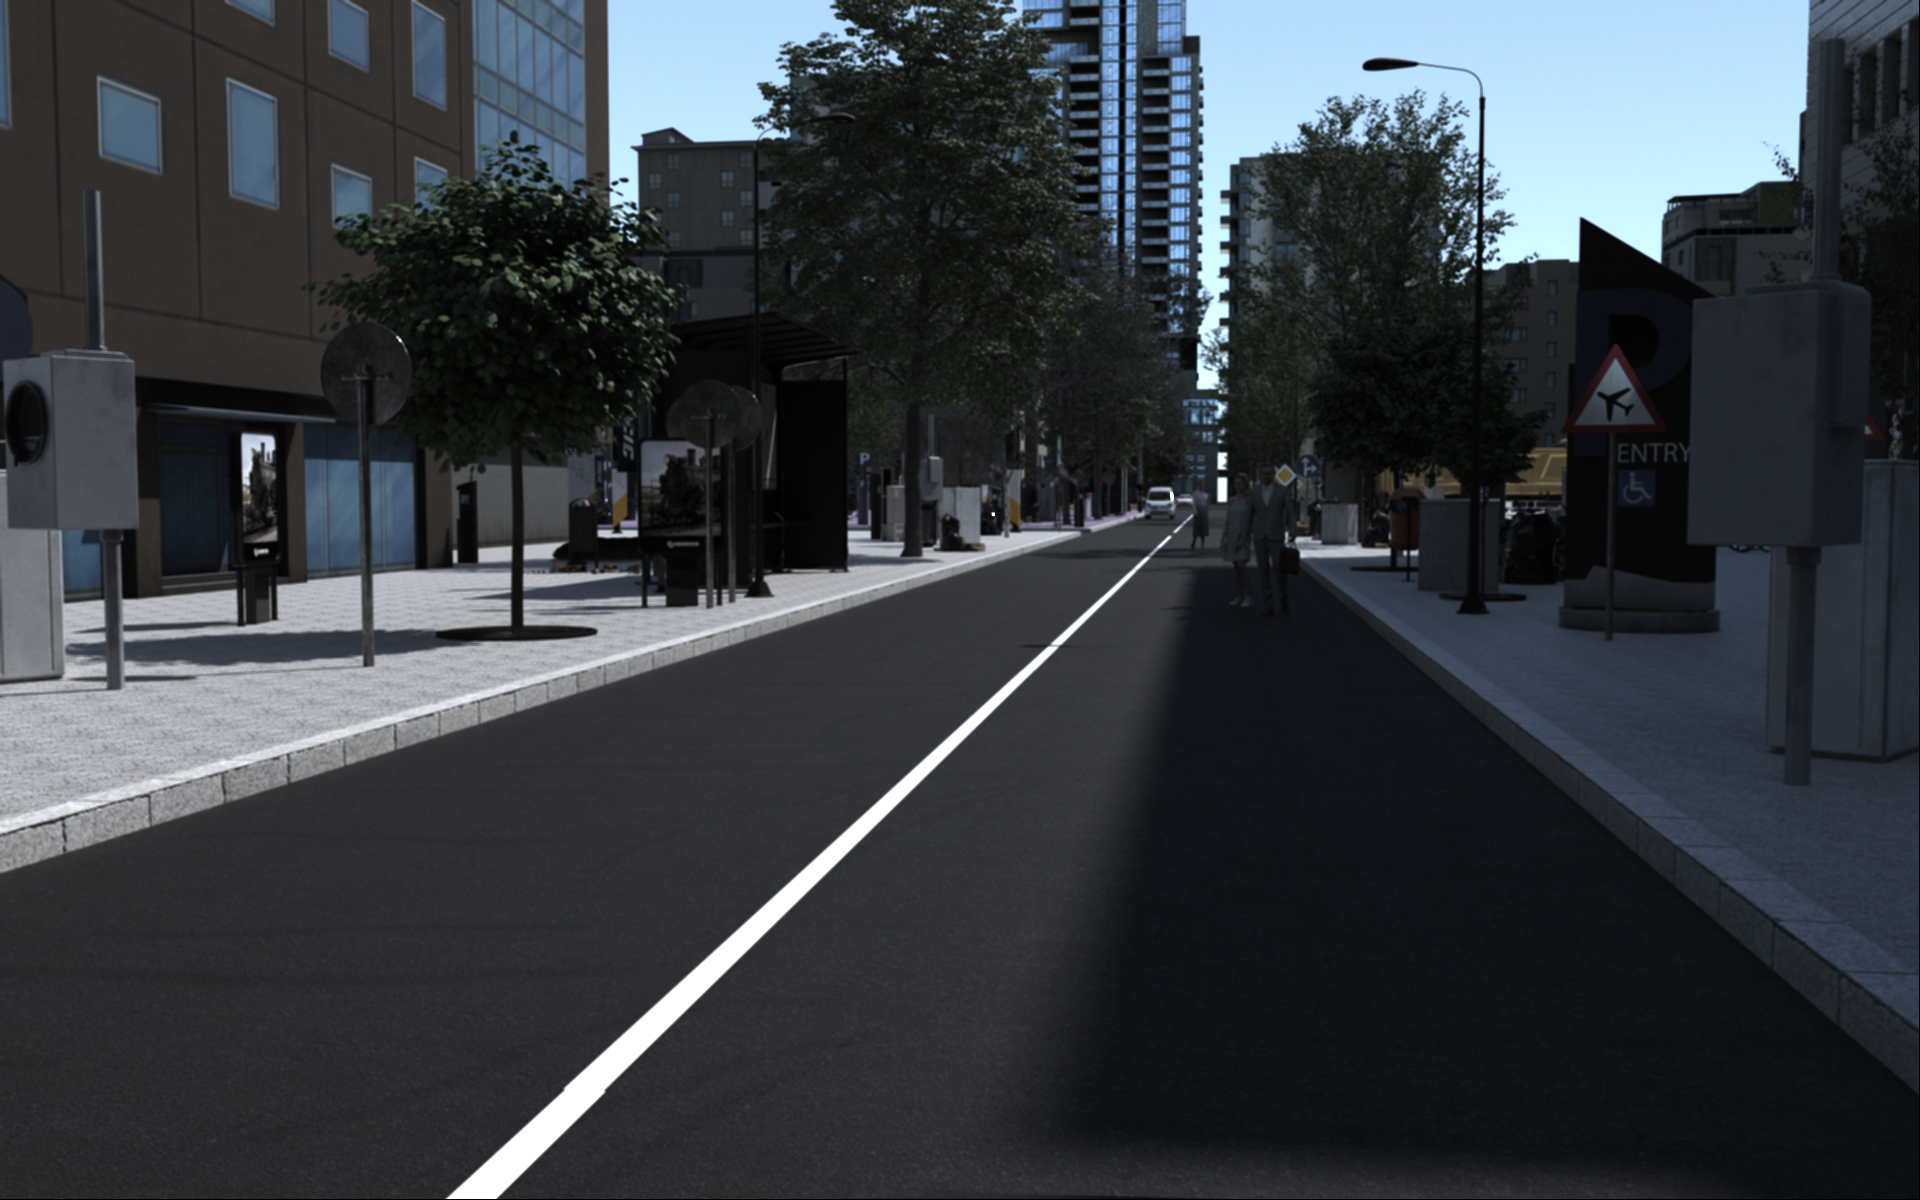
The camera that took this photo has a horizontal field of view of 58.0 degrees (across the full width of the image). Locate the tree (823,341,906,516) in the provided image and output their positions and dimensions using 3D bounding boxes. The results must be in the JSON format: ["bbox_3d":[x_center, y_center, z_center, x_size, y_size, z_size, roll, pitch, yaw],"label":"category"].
[{"bbox_3d":[-5.503,-7.994,81.072,4.737,8.622,4.395,0,3,0],"label":"tree"}]

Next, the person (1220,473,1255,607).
[{"bbox_3d":[3.596,-0.775,22.174,0.512,1.701,0.522,3,5,44],"label":"person"}]

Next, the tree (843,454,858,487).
[{"bbox_3d":[-9.604,-11.581,139.716,4.360,8.622,3.978,0,3,0],"label":"tree"}]

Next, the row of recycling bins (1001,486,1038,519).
[{"bbox_3d":[3.169,-4.769,85.086,1.069,1.692,3.534,-3,5,-41],"label":"row of recycling bins"}]

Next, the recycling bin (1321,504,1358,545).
[{"bbox_3d":[9.659,-1.927,44.056,0.722,1.027,0.722,2,4,34],"label":"recycling bin"}]

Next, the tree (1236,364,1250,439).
[{"bbox_3d":[14.551,-7.738,76.872,4.737,8.622,4.395,0,3,0],"label":"tree"}]

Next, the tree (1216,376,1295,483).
[{"bbox_3d":[28.393,-15.165,166.068,7.486,12.596,7.792,0,3,0],"label":"tree"}]

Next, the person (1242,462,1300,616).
[{"bbox_3d":[3.674,-0.725,20.468,0.709,1.813,0.853,1,4,19],"label":"person"}]

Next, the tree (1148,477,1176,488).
[{"bbox_3d":[23.477,-13.416,203.063,4.285,4.588,4.351,0,3,0],"label":"tree"}]

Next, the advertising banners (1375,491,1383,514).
[{"bbox_3d":[23.339,-6.155,96.825,2.074,3.025,0.090,-3,5,-44],"label":"advertising banners"}]

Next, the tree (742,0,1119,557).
[{"bbox_3d":[-0.553,-7.153,35.084,7.486,12.596,7.792,0,3,0],"label":"tree"}]

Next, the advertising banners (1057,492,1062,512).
[{"bbox_3d":[7.033,-7.655,121.345,0.090,3.025,2.074,2,4,24],"label":"advertising banners"}]

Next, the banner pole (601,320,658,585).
[{"bbox_3d":[-4.566,-2.103,24.401,0.401,3.779,0.863,2,4,30],"label":"banner pole"}]

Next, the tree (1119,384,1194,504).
[{"bbox_3d":[17.879,-15.179,165.184,9.611,12.733,9.660,0,3,0],"label":"tree"}]

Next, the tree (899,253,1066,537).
[{"bbox_3d":[1.245,-6.142,50.789,4.360,8.622,3.978,0,3,0],"label":"tree"}]

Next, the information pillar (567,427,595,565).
[{"bbox_3d":[-6.848,-2.440,31.251,0.504,3.616,0.183,0,4,-6],"label":"information pillar"}]

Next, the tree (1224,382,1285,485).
[{"bbox_3d":[18.619,-9.609,107.467,4.360,8.622,3.978,0,3,0],"label":"tree"}]

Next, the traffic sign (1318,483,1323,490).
[{"bbox_3d":[22.103,-6.460,106.812,0.795,2.450,0.064,1,4,14],"label":"traffic sign"}]

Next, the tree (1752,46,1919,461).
[{"bbox_3d":[15.082,-4.723,27.585,4.360,8.622,3.978,0,3,0],"label":"tree"}]

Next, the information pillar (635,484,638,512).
[{"bbox_3d":[-23.543,-7.463,126.519,0.304,2.012,0.304,-1,4,-9],"label":"information pillar"}]

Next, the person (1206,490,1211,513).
[{"bbox_3d":[18.509,-7.335,129.269,0.563,1.720,0.643,3,5,43],"label":"person"}]

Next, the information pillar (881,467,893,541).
[{"bbox_3d":[-2.012,-2.637,47.600,0.304,2.012,0.304,-1,4,-9],"label":"information pillar"}]

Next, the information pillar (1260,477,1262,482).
[{"bbox_3d":[21.399,-7.993,122.046,0.504,3.616,0.183,0,4,-3],"label":"information pillar"}]

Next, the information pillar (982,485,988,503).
[{"bbox_3d":[1.377,-6.441,96.671,0.183,3.616,0.504,3,4,39],"label":"information pillar"}]

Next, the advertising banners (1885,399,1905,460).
[{"bbox_3d":[17.384,-2.147,31.283,0.090,3.025,2.074,-1,4,-9],"label":"advertising banners"}]

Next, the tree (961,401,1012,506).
[{"bbox_3d":[2.022,-10.893,128.459,4.737,8.622,4.395,0,3,0],"label":"tree"}]

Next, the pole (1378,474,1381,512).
[{"bbox_3d":[25.888,-6.912,106.856,0.158,3.312,0.155,0,3,0],"label":"pole"}]

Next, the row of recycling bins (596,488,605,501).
[{"bbox_3d":[-23.741,-6.303,110.168,3.534,1.692,1.069,1,4,19],"label":"row of recycling bins"}]

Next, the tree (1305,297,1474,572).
[{"bbox_3d":[7.296,-2.771,29.012,4.285,4.588,4.351,0,3,0],"label":"tree"}]

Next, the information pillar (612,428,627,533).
[{"bbox_3d":[-11.134,-3.988,56.564,0.504,3.616,0.183,-1,4,-14],"label":"information pillar"}]

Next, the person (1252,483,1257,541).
[{"bbox_3d":[9.039,-2.692,52.850,0.599,1.781,0.374,-2,4,-30],"label":"person"}]

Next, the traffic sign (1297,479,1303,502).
[{"bbox_3d":[25.496,-7.926,130.767,0.795,2.450,0.064,1,4,9],"label":"traffic sign"}]

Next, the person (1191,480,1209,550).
[{"bbox_3d":[6.156,-2.198,44.658,0.478,1.798,0.641,-1,4,-16],"label":"person"}]

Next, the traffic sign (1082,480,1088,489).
[{"bbox_3d":[6.651,-5.617,93.967,0.606,2.300,0.079,1,4,15],"label":"traffic sign"}]

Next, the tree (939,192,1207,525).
[{"bbox_3d":[4.295,-9.856,71.511,12.009,13.543,11.850,0,3,0],"label":"tree"}]

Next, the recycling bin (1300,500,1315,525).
[{"bbox_3d":[14.765,-3.690,72.883,0.722,1.027,0.722,0,4,-5],"label":"recycling bin"}]

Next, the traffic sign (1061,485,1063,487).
[{"bbox_3d":[5.579,-5.805,97.040,0.606,2.300,0.079,1,4,10],"label":"traffic sign"}]

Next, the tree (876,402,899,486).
[{"bbox_3d":[-4.234,-10.644,124.397,4.360,8.622,3.978,0,3,0],"label":"tree"}]

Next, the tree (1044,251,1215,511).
[{"bbox_3d":[12.854,-16.994,133.740,12.611,20.169,13.585,0,3,0],"label":"tree"}]

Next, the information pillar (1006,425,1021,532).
[{"bbox_3d":[1.787,-4.076,57.992,0.504,3.616,0.183,1,4,18],"label":"information pillar"}]

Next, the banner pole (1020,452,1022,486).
[{"bbox_3d":[3.509,-6.926,103.258,0.401,3.779,0.863,-2,4,-29],"label":"banner pole"}]

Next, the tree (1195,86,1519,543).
[{"bbox_3d":[10.458,-7.305,45.190,9.928,11.665,9.643,0,3,0],"label":"tree"}]

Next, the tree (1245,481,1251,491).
[{"bbox_3d":[28.984,-10.997,174.407,1.663,3.219,1.824,0,3,0],"label":"tree"}]

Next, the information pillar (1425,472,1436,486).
[{"bbox_3d":[15.496,-3.216,57.079,0.304,2.012,0.304,0,4,-2],"label":"information pillar"}]

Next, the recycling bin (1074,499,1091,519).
[{"bbox_3d":[6.402,-4.781,90.725,0.722,1.027,0.722,1,4,22],"label":"recycling bin"}]

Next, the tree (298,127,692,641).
[{"bbox_3d":[-4.111,-1.952,15.626,4.285,4.588,4.351,0,3,0],"label":"tree"}]

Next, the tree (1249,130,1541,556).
[{"bbox_3d":[9.230,-5.198,35.342,4.737,8.622,4.395,0,3,0],"label":"tree"}]

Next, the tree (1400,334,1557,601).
[{"bbox_3d":[6.435,-1.613,20.969,1.663,3.219,1.824,0,3,0],"label":"tree"}]

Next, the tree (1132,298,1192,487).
[{"bbox_3d":[6.728,-10.274,86.104,7.486,12.596,7.792,0,3,0],"label":"tree"}]

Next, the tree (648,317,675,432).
[{"bbox_3d":[-11.480,-7.414,71.583,4.360,8.622,3.978,0,3,0],"label":"tree"}]
